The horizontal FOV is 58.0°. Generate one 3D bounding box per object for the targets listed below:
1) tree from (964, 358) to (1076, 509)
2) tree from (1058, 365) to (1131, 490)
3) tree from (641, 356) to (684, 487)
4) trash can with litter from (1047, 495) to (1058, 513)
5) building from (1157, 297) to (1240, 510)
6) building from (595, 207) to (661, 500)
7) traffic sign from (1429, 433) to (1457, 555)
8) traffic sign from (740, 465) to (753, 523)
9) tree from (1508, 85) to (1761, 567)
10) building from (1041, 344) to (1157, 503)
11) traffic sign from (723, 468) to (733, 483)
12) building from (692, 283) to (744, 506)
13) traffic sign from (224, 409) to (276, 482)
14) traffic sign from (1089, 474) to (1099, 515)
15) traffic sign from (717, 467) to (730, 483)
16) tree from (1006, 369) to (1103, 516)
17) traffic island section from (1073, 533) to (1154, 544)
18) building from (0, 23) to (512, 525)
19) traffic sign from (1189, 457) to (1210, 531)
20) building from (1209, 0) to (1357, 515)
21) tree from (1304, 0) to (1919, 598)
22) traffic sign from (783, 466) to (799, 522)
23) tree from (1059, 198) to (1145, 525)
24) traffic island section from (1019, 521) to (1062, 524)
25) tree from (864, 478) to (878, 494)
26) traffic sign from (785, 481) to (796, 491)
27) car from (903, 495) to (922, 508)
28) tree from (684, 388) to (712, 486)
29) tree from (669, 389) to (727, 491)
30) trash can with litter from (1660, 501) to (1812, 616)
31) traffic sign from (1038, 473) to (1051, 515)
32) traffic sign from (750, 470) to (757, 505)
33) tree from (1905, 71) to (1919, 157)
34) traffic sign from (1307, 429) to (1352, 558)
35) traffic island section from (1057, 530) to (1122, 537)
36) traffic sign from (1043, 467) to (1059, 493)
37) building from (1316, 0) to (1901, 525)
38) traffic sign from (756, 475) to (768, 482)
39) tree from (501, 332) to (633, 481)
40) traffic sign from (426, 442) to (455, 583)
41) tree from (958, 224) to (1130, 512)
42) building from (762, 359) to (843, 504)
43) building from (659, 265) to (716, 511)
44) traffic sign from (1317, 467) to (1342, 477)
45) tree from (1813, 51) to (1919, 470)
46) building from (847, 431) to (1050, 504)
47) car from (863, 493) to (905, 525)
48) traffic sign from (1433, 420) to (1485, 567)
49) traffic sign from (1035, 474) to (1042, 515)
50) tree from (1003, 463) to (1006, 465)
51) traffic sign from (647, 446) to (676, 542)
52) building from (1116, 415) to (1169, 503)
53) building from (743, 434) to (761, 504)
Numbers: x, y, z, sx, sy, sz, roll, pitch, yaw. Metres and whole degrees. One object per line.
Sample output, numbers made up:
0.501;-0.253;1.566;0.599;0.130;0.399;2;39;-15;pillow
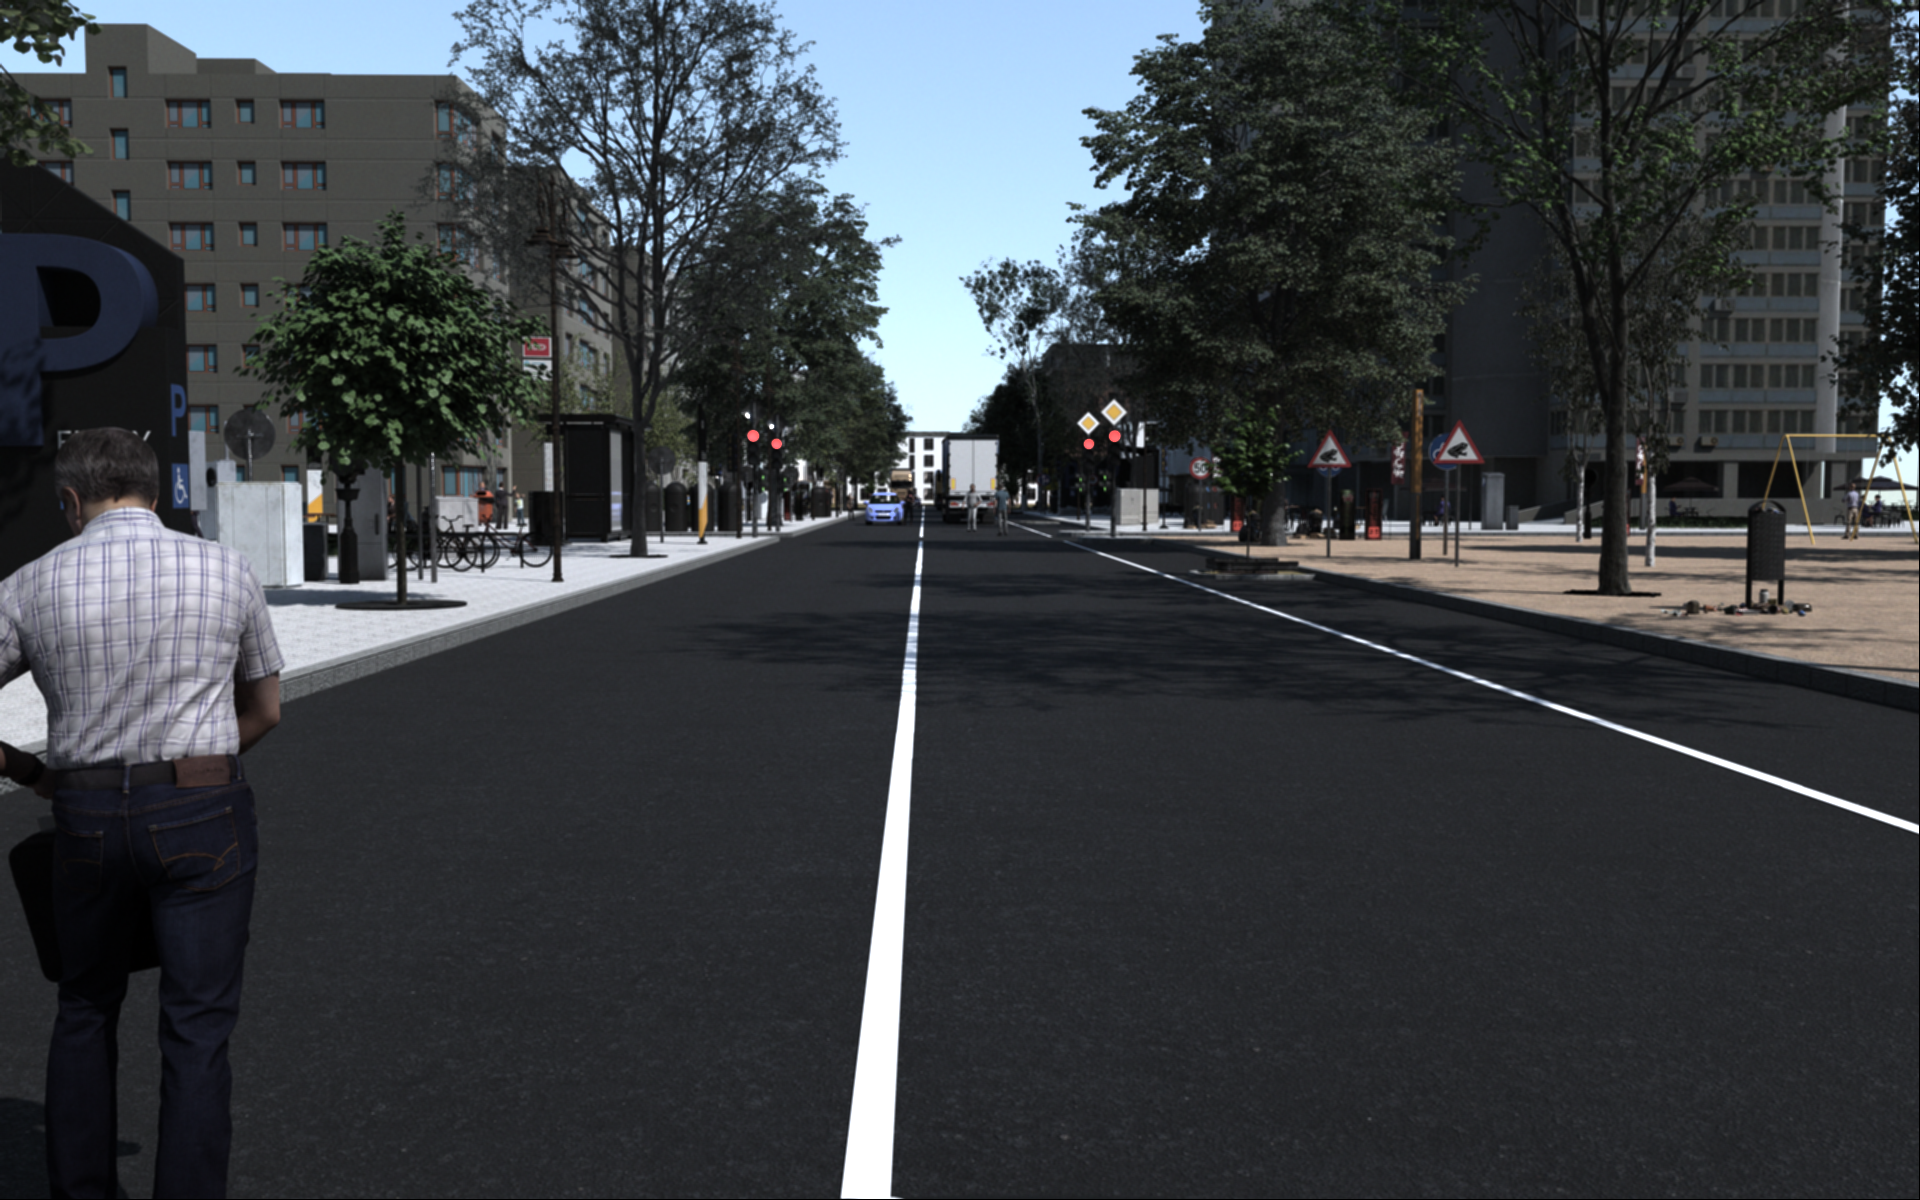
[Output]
5.390;-13.916;144.527;9.611;12.733;9.660;0;3;0;tree
7.163;-8.795;94.160;4.360;8.622;3.978;0;3;0;tree
-16.858;-8.193;84.323;4.737;8.622;4.395;0;3;0;tree
6.758;-6.495;117.248;2.233;1.210;1.678;1;4;15;trash can with litter
26.863;-18.778;163.447;16.016;20.091;11.380;0;4;-1;building
-35.908;-16.503;114.864;27.650;21.520;28.899;0;4;-1;building
10.193;-2.214;36.307;0.768;2.556;0.104;0;4;2;traffic sign
-9.403;-4.663;76.350;0.768;2.556;0.104;0;4;4;traffic sign
11.987;-4.896;30.418;4.360;8.622;3.978;0;3;0;tree
28.612;-24.606;246.283;32.646;21.610;27.936;0;4;-1;building
-11.619;-5.269;86.258;0.768;2.556;0.104;0;4;1;traffic sign
-40.184;-20.652;181.632;32.646;21.610;27.936;0;4;-1;building
-10.612;-1.577;25.890;0.768;2.556;0.104;0;3;0;traffic sign
8.314;-6.627;108.460;0.768;2.556;0.104;0;4;1;traffic sign
-11.466;-5.111;83.294;0.795;2.593;0.064;0;4;3;traffic sign
5.911;-9.141;99.816;4.737;8.622;4.395;0;3;0;tree
4.555;-1.772;51.258;2.009;0.180;2.903;0;4;-1;traffic island section
-34.856;-14.732;85.907;27.650;21.520;28.899;0;4;-1;building
8.237;-3.627;59.413;0.768;2.556;0.104;0;4;4;traffic sign
32.869;-32.484;120.356;28.713;52.752;27.495;0;4;-1;building
8.112;-5.864;21.635;9.928;11.665;9.643;0;3;0;tree
-7.726;-4.832;79.110;0.768;2.556;0.104;0;4;2;traffic sign
7.180;-9.918;72.524;12.009;13.543;11.850;0;3;0;tree
3.881;-3.753;84.220;1.991;0.108;1.994;0;4;-1;traffic island section
-10.353;-12.577;200.239;1.663;3.219;1.824;0;3;0;tree
-11.221;-6.988;114.361;0.768;2.556;0.104;0;4;6;traffic sign
-4.886;-10.108;177.852;1.945;1.354;3.894;0;4;-1;car
-16.060;-8.644;91.694;4.737;8.622;4.395;0;3;0;tree
-17.098;-10.062;114.868;4.360;8.622;3.978;0;3;0;tree
8.402;-0.476;18.841;2.233;1.210;1.678;-2;4;-25;trash can with litter
5.234;-6.559;107.339;0.768;2.556;0.104;0;4;2;traffic sign
-10.059;-5.079;83.142;0.768;2.556;0.104;0;4;2;traffic sign
15.090;-4.482;23.641;4.737;8.622;4.395;0;3;0;tree
7.422;-2.130;34.825;0.884;2.594;0.081;1;4;8;traffic sign
4.392;-2.261;59.242;2.009;0.180;2.903;0;4;-1;traffic island section
7.364;-8.425;131.618;2.265;3.308;0.079;0;4;7;traffic sign
31.973;-24.201;87.563;23.993;40.220;32.217;0;4;-1;building
-11.447;-6.124;100.241;0.768;2.556;0.104;0;4;2;traffic sign
-17.333;-7.567;74.091;4.737;8.622;4.395;0;3;0;tree
-7.612;-1.522;24.993;0.768;2.556;0.104;1;4;8;traffic sign
6.617;-16.236;121.349;12.611;20.169;13.585;0;3;0;tree
-21.346;-23.441;239.682;11.380;20.091;16.016;0;4;-1;building
-31.392;-17.313;149.529;16.747;18.905;31.486;0;4;-1;building
10.940;-3.134;51.340;0.768;2.556;0.104;1;4;8;traffic sign
21.689;-7.130;33.584;9.611;12.733;9.660;0;3;0;tree
-1.542;-17.992;236.319;28.070;9.664;9.099;0;4;-1;building
-3.518;-4.354;80.780;1.945;1.707;3.694;0;4;-1;car
8.738;-1.859;30.395;0.884;2.594;0.081;0;4;8;traffic sign
5.097;-6.614;108.250;0.768;2.556;0.104;0;4;5;traffic sign
5.423;-12.502;154.773;4.737;8.622;4.395;0;3;0;tree
-7.917;-2.804;45.947;0.768;2.556;0.104;0;4;3;traffic sign
22.555;-14.754;183.372;9.099;9.664;28.070;0;4;-1;building
-41.433;-17.946;235.569;28.070;9.664;9.099;0;4;-1;building
